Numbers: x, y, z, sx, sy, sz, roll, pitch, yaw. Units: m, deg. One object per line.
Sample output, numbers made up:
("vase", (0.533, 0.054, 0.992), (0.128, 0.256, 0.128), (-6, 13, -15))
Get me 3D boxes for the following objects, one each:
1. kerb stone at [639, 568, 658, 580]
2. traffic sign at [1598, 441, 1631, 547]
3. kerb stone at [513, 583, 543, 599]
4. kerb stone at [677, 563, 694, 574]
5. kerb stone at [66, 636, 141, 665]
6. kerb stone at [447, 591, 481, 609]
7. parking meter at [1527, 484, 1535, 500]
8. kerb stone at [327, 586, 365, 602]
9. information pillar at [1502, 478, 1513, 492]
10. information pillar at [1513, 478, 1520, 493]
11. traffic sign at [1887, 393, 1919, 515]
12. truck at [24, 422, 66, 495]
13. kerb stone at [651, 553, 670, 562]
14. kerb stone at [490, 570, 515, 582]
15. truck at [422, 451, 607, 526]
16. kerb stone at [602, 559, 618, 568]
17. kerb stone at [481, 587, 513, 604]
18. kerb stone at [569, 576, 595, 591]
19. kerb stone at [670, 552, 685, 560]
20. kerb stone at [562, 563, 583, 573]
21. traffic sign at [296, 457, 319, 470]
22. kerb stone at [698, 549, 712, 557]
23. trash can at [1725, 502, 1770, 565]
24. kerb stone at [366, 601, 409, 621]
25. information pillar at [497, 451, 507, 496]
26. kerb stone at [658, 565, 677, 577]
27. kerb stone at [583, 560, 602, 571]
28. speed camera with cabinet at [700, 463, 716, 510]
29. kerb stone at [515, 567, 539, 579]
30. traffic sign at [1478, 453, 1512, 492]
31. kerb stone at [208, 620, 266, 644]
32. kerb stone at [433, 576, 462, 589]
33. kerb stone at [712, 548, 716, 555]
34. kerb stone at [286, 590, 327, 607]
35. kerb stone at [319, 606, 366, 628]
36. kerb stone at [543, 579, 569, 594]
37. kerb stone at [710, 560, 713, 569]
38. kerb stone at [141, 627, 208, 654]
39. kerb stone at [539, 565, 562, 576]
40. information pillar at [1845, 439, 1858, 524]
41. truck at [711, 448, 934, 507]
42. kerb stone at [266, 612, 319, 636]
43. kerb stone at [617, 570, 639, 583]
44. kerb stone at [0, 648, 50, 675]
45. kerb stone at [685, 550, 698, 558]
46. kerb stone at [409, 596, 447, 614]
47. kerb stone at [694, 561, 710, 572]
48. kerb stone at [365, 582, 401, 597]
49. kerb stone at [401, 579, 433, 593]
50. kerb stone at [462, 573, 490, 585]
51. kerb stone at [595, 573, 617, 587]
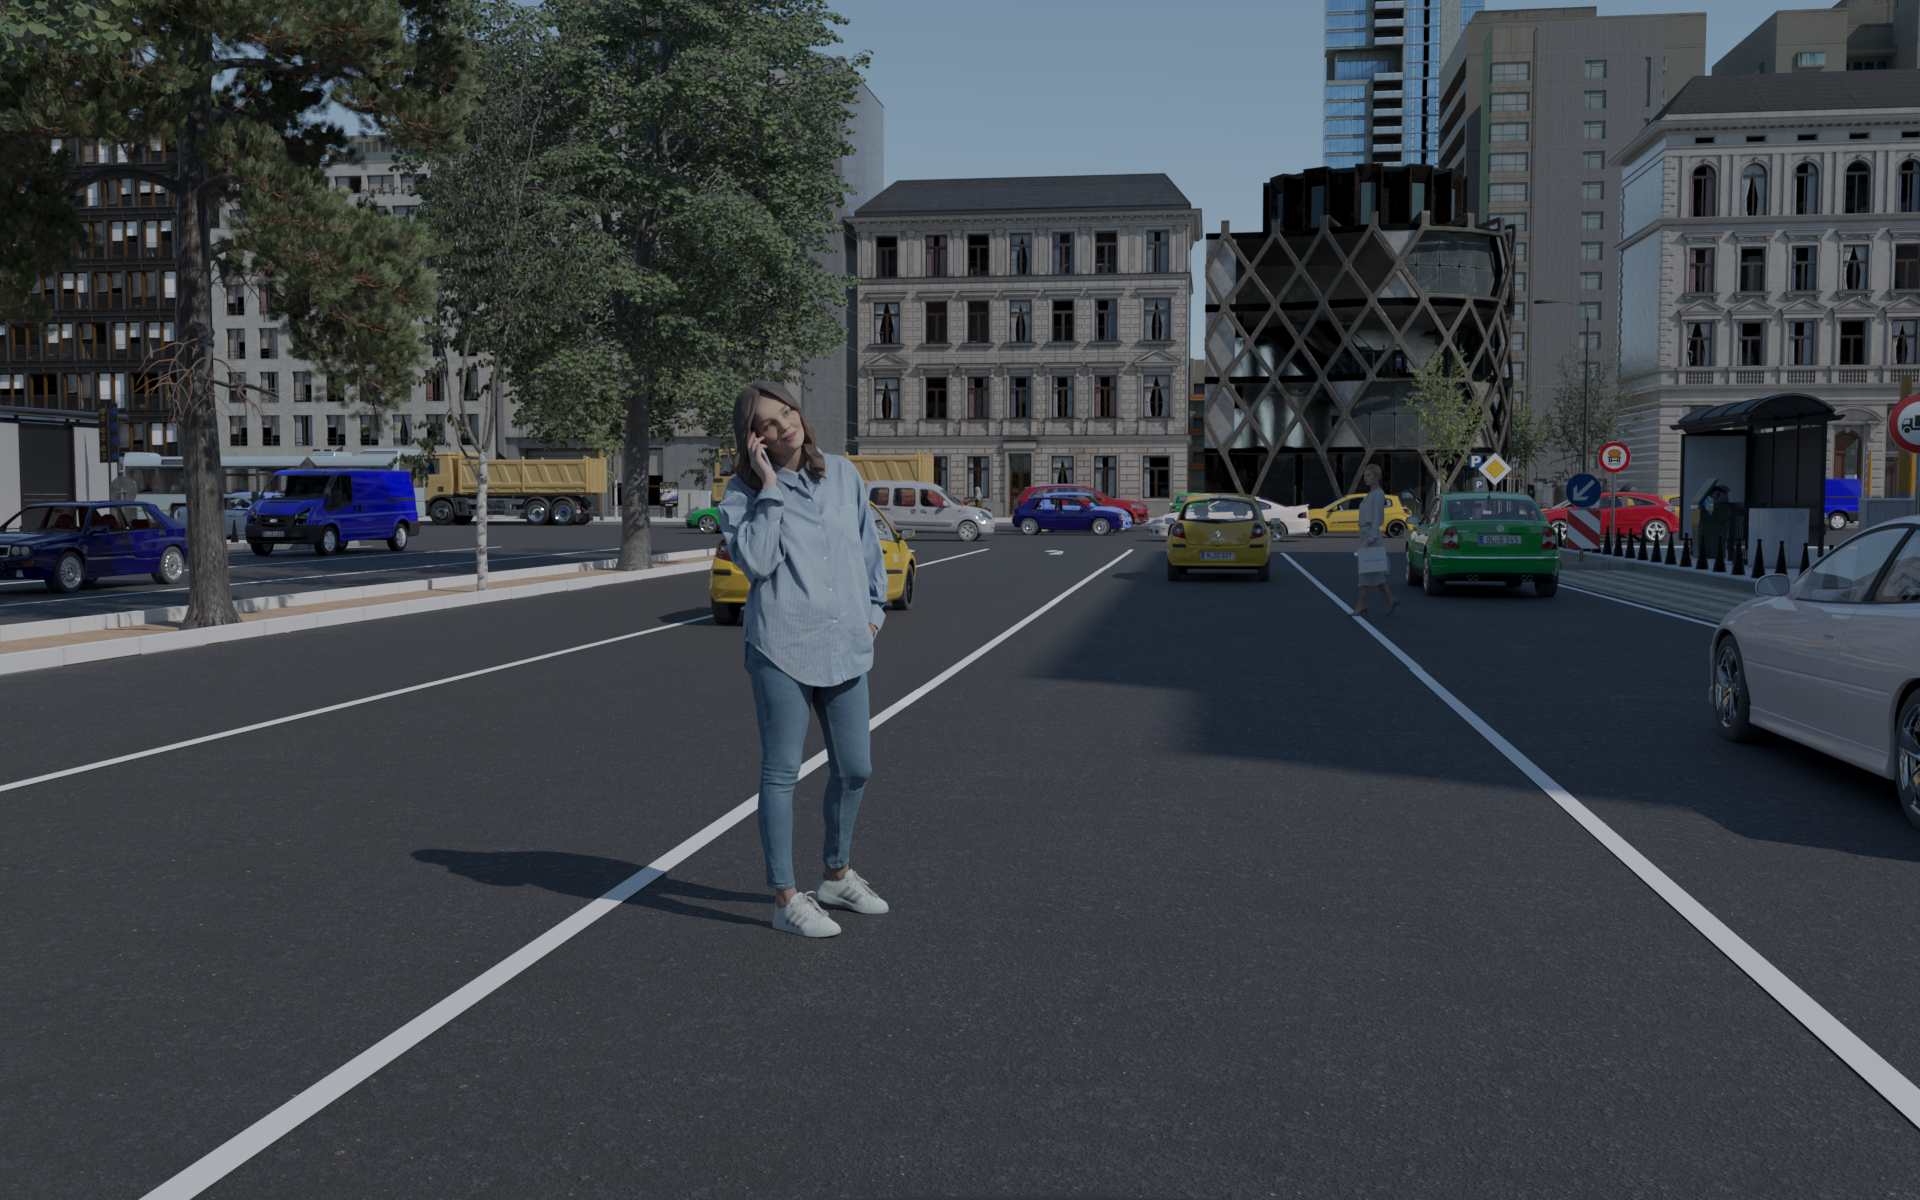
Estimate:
("kerb stone", (-5.353, -0.425, 29.230), (0.120, 0.150, 1.000), (1, 4, 8))
("traffic sign", (15.847, -2.564, 42.021), (0.768, 2.556, 0.104), (1, 4, 9))
("kerb stone", (-6.098, -0.116, 24.125), (0.120, 0.150, 1.000), (1, 4, 8))
("kerb stone", (-5.056, -0.555, 31.263), (0.120, 0.150, 1.000), (1, 4, 8))
("kerb stone", (-7.458, 0.443, 14.955), (0.120, 0.150, 1.000), (1, 4, 8))
("kerb stone", (-6.402, 0.007, 22.083), (0.120, 0.150, 1.000), (1, 4, 8))
("parking meter", (32.137, -5.613, 97.486), (0.399, 1.863, 0.255), (0, 4, 6))
("kerb stone", (-8.348, -0.070, 23.333), (0.120, 0.150, 1.000), (1, 4, 8))
("information pillar", (24.939, -4.565, 79.125), (0.304, 2.012, 0.304), (3, 5, 41))
("information pillar", (26.015, -4.692, 81.213), (0.304, 2.012, 0.304), (-1, 4, -15))
("traffic sign", (12.075, -1.328, 21.819), (0.768, 2.556, 0.104), (1, 4, 17))
("truck", (-38.220, -4.328, 60.521), (18.799, 4.110, 2.967), (0, 4, 7))
("kerb stone", (-6.399, -0.876, 36.592), (0.120, 0.150, 1.000), (1, 4, 8))
("kerb stone", (-7.599, -0.381, 28.429), (0.120, 0.150, 1.000), (1, 4, 8))
("truck", (-21.315, -5.114, 79.537), (9.791, 3.379, 3.469), (0, 4, 7))
("kerb stone", (-6.848, -0.693, 33.526), (0.120, 0.150, 1.000), (1, 4, 8))
("kerb stone", (-6.257, -0.055, 23.110), (0.120, 0.150, 1.000), (1, 4, 8))
("kerb stone", (-5.792, -0.243, 26.172), (0.120, 0.150, 1.000), (1, 4, 8))
("kerb stone", (-6.243, -0.943, 37.607), (0.120, 0.150, 1.000), (1, 4, 8))
("kerb stone", (-7.140, -0.568, 31.489), (0.120, 0.150, 1.000), (1, 4, 8))
("traffic sign", (-17.475, -2.617, 46.424), (0.795, 2.450, 0.064), (1, 4, 8))
("kerb stone", (-5.945, -1.067, 39.643), (0.120, 0.150, 1.000), (1, 4, 8))
("trash can", (14.268, -1.209, 31.426), (0.748, 1.137, 0.748), (0, 3, 0))
("kerb stone", (-6.700, 0.133, 20.051), (0.120, 0.150, 1.000), (1, 4, 8))
("information pillar", (-24.765, -6.256, 93.636), (0.504, 3.616, 0.183), (-1, 4, -17))
("kerb stone", (-5.206, -0.487, 30.247), (0.120, 0.150, 1.000), (1, 4, 8))
("kerb stone", (-6.993, -0.631, 32.509), (0.120, 0.150, 1.000), (1, 4, 8))
("speed camera with cabinet", (-12.925, -5.896, 90.739), (0.660, 3.252, 2.038), (1, 4, 19))
("kerb stone", (-7.448, -0.444, 29.454), (0.120, 0.150, 1.000), (1, 4, 8))
("traffic sign", (12.941, -2.343, 41.953), (0.795, 2.450, 0.064), (1, 4, 8))
("kerb stone", (-7.160, 0.321, 16.990), (0.120, 0.150, 1.000), (1, 4, 8))
("kerb stone", (-7.894, -0.257, 26.395), (0.120, 0.150, 1.000), (1, 4, 8))
("kerb stone", (-5.802, -1.123, 40.661), (0.120, 0.150, 1.000), (1, 4, 8))
("kerb stone", (-8.496, -0.007, 22.310), (0.120, 0.150, 1.000), (1, 4, 8))
("kerb stone", (-6.854, 0.193, 19.035), (0.120, 0.150, 1.000), (1, 4, 8))
("kerb stone", (-5.957, -0.181, 25.153), (0.120, 0.150, 1.000), (1, 4, 8))
("kerb stone", (-4.757, -0.679, 33.300), (0.120, 0.150, 1.000), (1, 4, 8))
("kerb stone", (-7.299, 0.383, 15.970), (0.120, 0.150, 1.000), (1, 4, 8))
("kerb stone", (-7.291, -0.506, 30.469), (0.120, 0.150, 1.000), (1, 4, 8))
("information pillar", (38.336, -5.086, 74.511), (0.183, 3.616, 0.504), (-2, 4, -28))
("truck", (-6.099, -4.603, 71.183), (9.791, 3.379, 3.469), (1, 4, 9))
("kerb stone", (-7.007, 0.258, 18.012), (0.120, 0.150, 1.000), (1, 4, 8))
("kerb stone", (-5.499, -0.363, 28.209), (0.120, 0.150, 1.000), (1, 4, 8))
("kerb stone", (-7.601, 0.505, 13.933), (0.120, 0.150, 1.000), (1, 4, 8))
("kerb stone", (-6.097, -1.005, 38.627), (0.120, 0.150, 1.000), (1, 4, 8))
("kerb stone", (-6.554, 0.069, 21.067), (0.120, 0.150, 1.000), (1, 4, 8))
("kerb stone", (-4.904, -0.613, 32.279), (0.120, 0.150, 1.000), (1, 4, 8))
("kerb stone", (-8.190, -0.132, 24.348), (0.120, 0.150, 1.000), (1, 4, 8))
("kerb stone", (-8.044, -0.192, 25.376), (0.120, 0.150, 1.000), (1, 4, 8))
("kerb stone", (-7.752, -0.315, 27.412), (0.120, 0.150, 1.000), (1, 4, 8))
("kerb stone", (-5.658, -0.302, 27.194), (0.120, 0.150, 1.000), (1, 4, 8))
